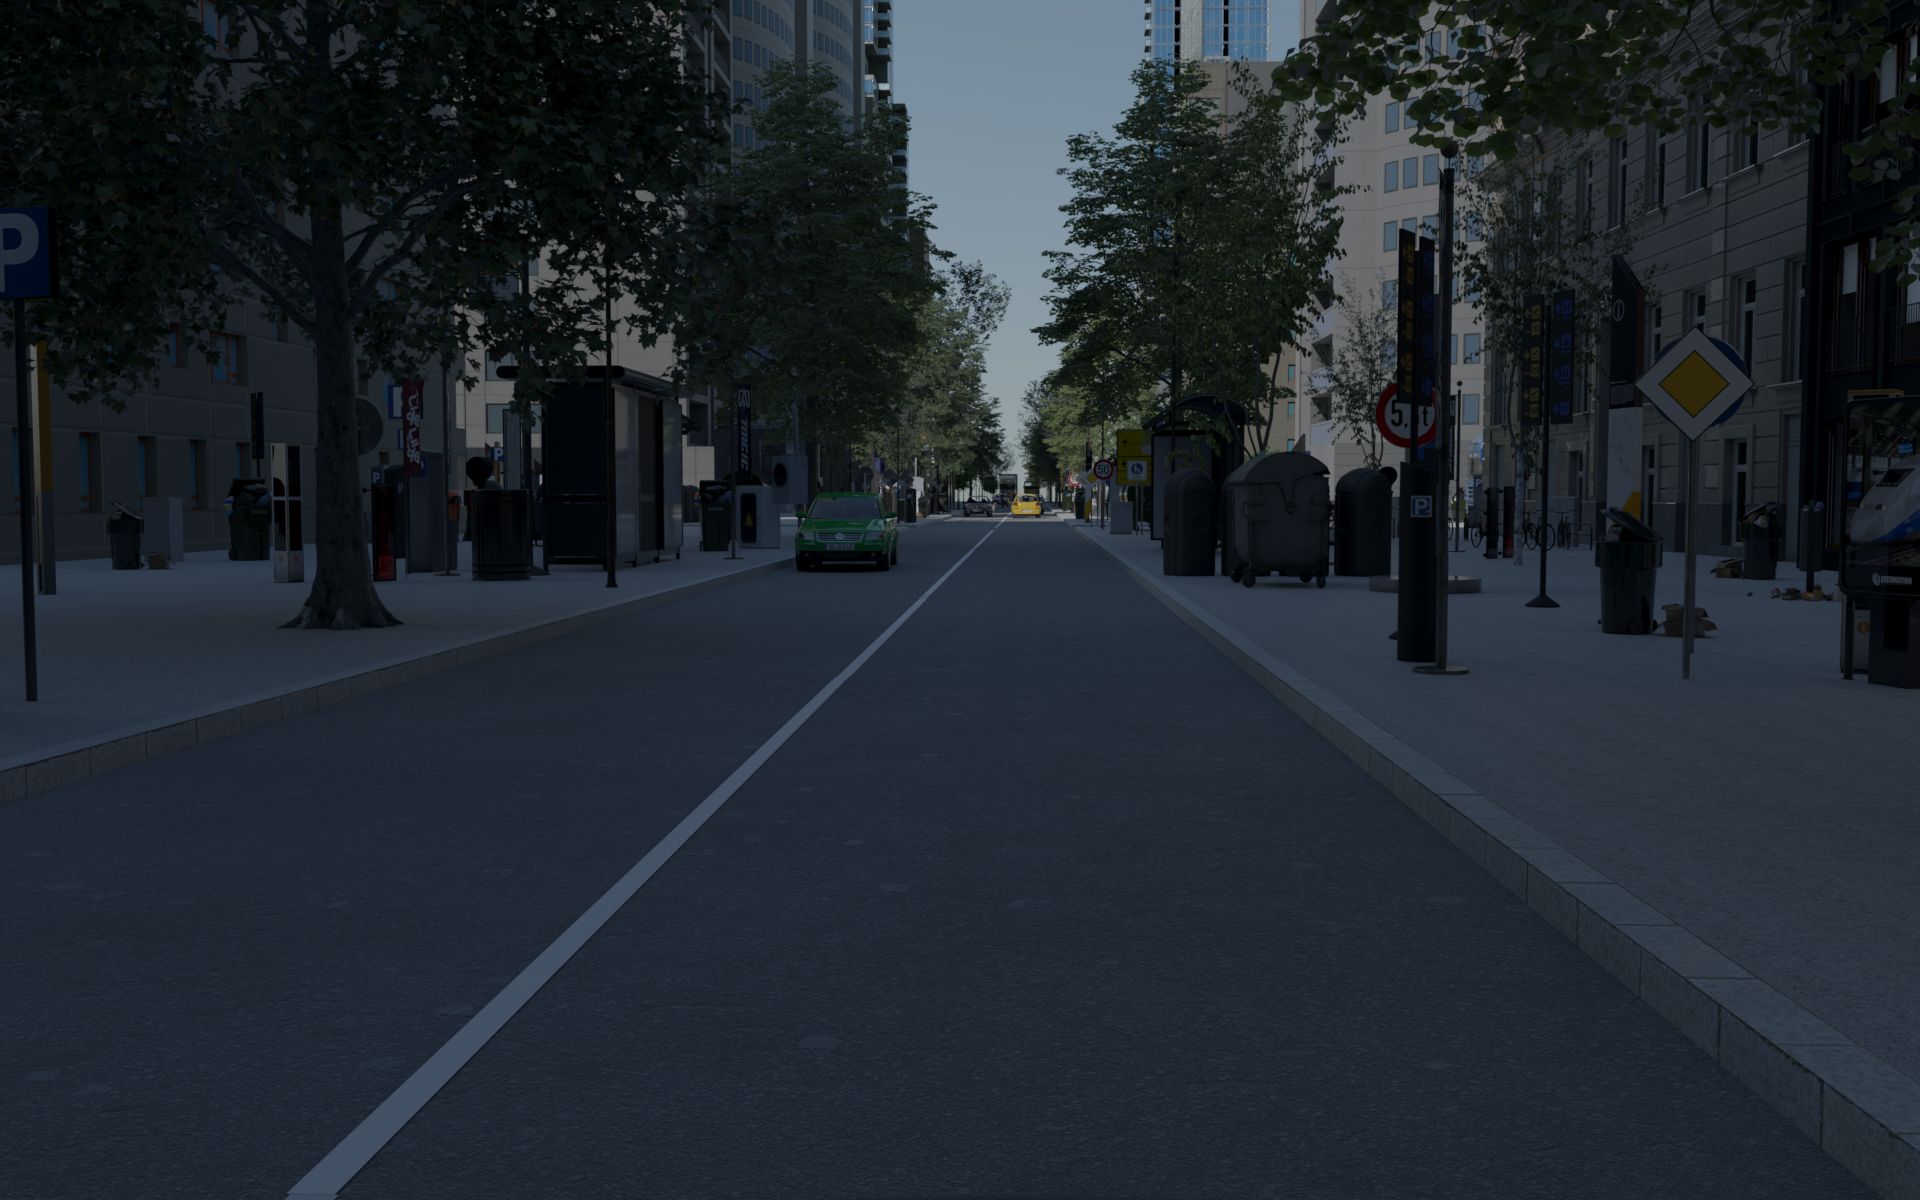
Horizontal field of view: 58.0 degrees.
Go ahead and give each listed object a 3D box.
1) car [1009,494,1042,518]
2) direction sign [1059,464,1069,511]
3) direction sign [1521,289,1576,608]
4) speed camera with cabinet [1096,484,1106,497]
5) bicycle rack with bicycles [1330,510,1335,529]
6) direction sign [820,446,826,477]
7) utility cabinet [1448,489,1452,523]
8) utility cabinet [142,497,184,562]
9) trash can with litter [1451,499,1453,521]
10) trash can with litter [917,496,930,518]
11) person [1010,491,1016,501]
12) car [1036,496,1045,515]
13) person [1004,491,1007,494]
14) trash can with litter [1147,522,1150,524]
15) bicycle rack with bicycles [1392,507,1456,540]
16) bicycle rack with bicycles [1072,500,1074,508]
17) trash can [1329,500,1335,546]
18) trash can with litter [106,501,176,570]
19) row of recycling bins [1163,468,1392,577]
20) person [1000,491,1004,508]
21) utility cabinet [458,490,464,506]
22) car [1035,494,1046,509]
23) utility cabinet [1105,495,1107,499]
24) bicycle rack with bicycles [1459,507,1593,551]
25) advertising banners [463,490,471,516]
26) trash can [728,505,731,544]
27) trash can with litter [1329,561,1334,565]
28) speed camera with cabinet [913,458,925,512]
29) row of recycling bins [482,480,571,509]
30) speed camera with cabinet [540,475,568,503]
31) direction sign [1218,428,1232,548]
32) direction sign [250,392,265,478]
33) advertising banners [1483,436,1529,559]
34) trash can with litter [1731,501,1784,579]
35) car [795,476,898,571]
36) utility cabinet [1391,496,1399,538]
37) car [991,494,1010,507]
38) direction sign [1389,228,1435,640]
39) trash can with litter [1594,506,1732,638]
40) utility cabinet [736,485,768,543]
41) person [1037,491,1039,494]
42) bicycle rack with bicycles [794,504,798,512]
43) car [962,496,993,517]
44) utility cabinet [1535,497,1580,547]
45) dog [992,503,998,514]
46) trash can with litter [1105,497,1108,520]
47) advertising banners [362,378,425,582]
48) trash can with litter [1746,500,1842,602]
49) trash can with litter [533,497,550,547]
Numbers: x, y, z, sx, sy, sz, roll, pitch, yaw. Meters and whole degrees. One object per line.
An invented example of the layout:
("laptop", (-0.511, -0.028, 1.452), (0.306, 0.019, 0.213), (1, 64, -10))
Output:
("car", (3.935, -5.703, 103.463), (2.015, 1.641, 3.980), (0, 4, 1))
("direction sign", (7.751, -8.362, 128.722), (0.876, 3.537, 0.379), (-2, 4, -31))
("direction sign", (6.627, -1.688, 19.597), (0.379, 3.537, 0.876), (-1, 4, -19))
("speed camera with cabinet", (9.610, -8.067, 126.237), (2.038, 3.252, 0.660), (1, 4, 9))
("bicycle rack with bicycles", (12.889, -3.019, 62.739), (2.925, 0.926, 2.852), (2, 4, 25))
("direction sign", (-6.193, -5.458, 81.242), (0.876, 3.537, 0.379), (-2, 4, -35))
("utility cabinet", (21.389, -4.137, 76.325), (0.318, 1.500, 1.173), (2, 4, 25))
("utility cabinet", (-15.140, -1.331, 32.918), (1.020, 1.237, 0.306), (3, 5, 40))
("trash can with litter", (23.486, -4.286, 81.465), (1.055, 1.170, 0.624), (-3, 5, -44))
("trash can with litter", (-1.978, -4.913, 91.708), (0.624, 1.170, 1.055), (1, 4, 11))
("person", (6.347, -11.757, 201.443), (1.217, 1.735, 0.721), (-1, 4, -13))
("car", (5.059, -6.722, 122.483), (1.945, 1.354, 3.894), (0, 4, 1))
("person", (5.647, -12.597, 214.327), (0.709, 1.838, 0.599), (1, 4, 22))
("trash can with litter", (8.347, -3.803, 73.567), (0.624, 1.170, 1.055), (-2, 4, -32))
("bicycle rack with bicycles", (13.067, -2.128, 48.168), (2.852, 0.926, 2.925), (1, 4, 19))
("bicycle rack with bicycles", (10.460, -7.982, 143.894), (2.925, 0.926, 2.852), (1, 4, 18))
("trash can", (9.135, -1.935, 43.293), (0.748, 1.137, 0.748), (0, 3, 0))
("trash can with litter", (-13.946, -1.109, 29.517), (1.055, 1.170, 0.624), (-1, 4, -10))
("row of recycling bins", (4.978, -1.228, 27.193), (3.534, 1.692, 1.069), (0, 4, 3))
("person", (4.253, -10.232, 176.515), (0.721, 1.735, 1.217), (-1, 4, -12))
("utility cabinet", (-24.339, -4.736, 86.108), (1.173, 1.500, 0.318), (-2, 4, -25))
("car", (7.409, -9.578, 168.599), (2.014, 1.417, 4.499), (0, 4, 2))
("utility cabinet", (12.364, -8.204, 145.303), (0.306, 1.237, 1.020), (-1, 4, -14))
("bicycle rack with bicycles", (13.369, -1.638, 40.167), (2.852, 0.926, 2.925), (0, 4, 1))
("advertising banners", (-18.837, -4.310, 66.664), (2.074, 3.025, 0.090), (-1, 4, -17))
("trash can", (-5.933, -1.883, 42.436), (0.748, 1.137, 0.748), (0, 3, 0))
("trash can with litter", (6.481, -1.236, 31.265), (2.233, 1.210, 1.678), (-2, 4, -27))
("speed camera with cabinet", (-2.273, -6.058, 93.384), (0.660, 3.252, 2.038), (0, 4, 6))
("row of recycling bins", (-12.389, -2.670, 50.769), (3.534, 1.692, 1.069), (0, 4, -3))
("speed camera with cabinet", (-19.287, -5.375, 82.225), (0.660, 3.252, 2.038), (-3, 4, -36))
("direction sign", (6.280, -3.014, 41.276), (0.379, 3.537, 0.876), (-1, 4, -14))
("direction sign", (-15.669, -2.856, 38.690), (0.379, 3.537, 0.876), (-3, 4, -37))
("advertising banners", (11.050, -2.364, 34.841), (0.090, 3.025, 2.074), (3, 5, 42))
("trash can with litter", (11.861, -0.905, 26.184), (0.624, 1.170, 1.055), (-2, 4, -31))
("car", (-2.164, -1.522, 33.689), (1.959, 1.807, 4.718), (0, 4, 1))
("utility cabinet", (13.114, -2.444, 51.128), (1.020, 1.237, 0.306), (-3, 5, -43))
("car", (4.662, -11.512, 197.254), (2.155, 1.783, 4.494), (0, 4, 3))
("direction sign", (3.987, -1.419, 15.205), (0.379, 3.537, 0.876), (2, 4, 33))
("trash can with litter", (6.367, -0.272, 15.830), (1.055, 1.170, 0.624), (3, 5, 41))
("utility cabinet", (-5.336, -2.194, 44.545), (0.318, 1.500, 1.173), (-3, 4, -37))
("person", (9.184, -11.894, 202.976), (0.705, 1.824, 1.348), (-1, 4, -16))
("bicycle rack with bicycles", (-11.042, -6.799, 124.552), (2.925, 0.926, 2.852), (1, 4, 23))
("car", (1.135, -5.870, 108.554), (1.945, 1.354, 3.894), (0, 4, 3))
("utility cabinet", (14.612, -1.910, 42.383), (0.306, 1.237, 1.020), (-3, 5, -43))
("dog", (2.247, -6.459, 122.443), (0.513, 0.831, 0.800), (-2, 4, -30))
("trash can with litter", (7.495, -4.407, 83.443), (1.055, 1.170, 0.624), (-1, 4, -19))
("advertising banners", (-8.465, -1.783, 25.333), (0.090, 3.025, 2.074), (1, 4, 21))
("trash can with litter", (10.653, -0.632, 21.392), (1.678, 1.210, 2.233), (2, 4, 29))
("trash can with litter", (-10.427, -1.925, 42.523), (2.233, 1.210, 1.678), (3, 4, 36))
